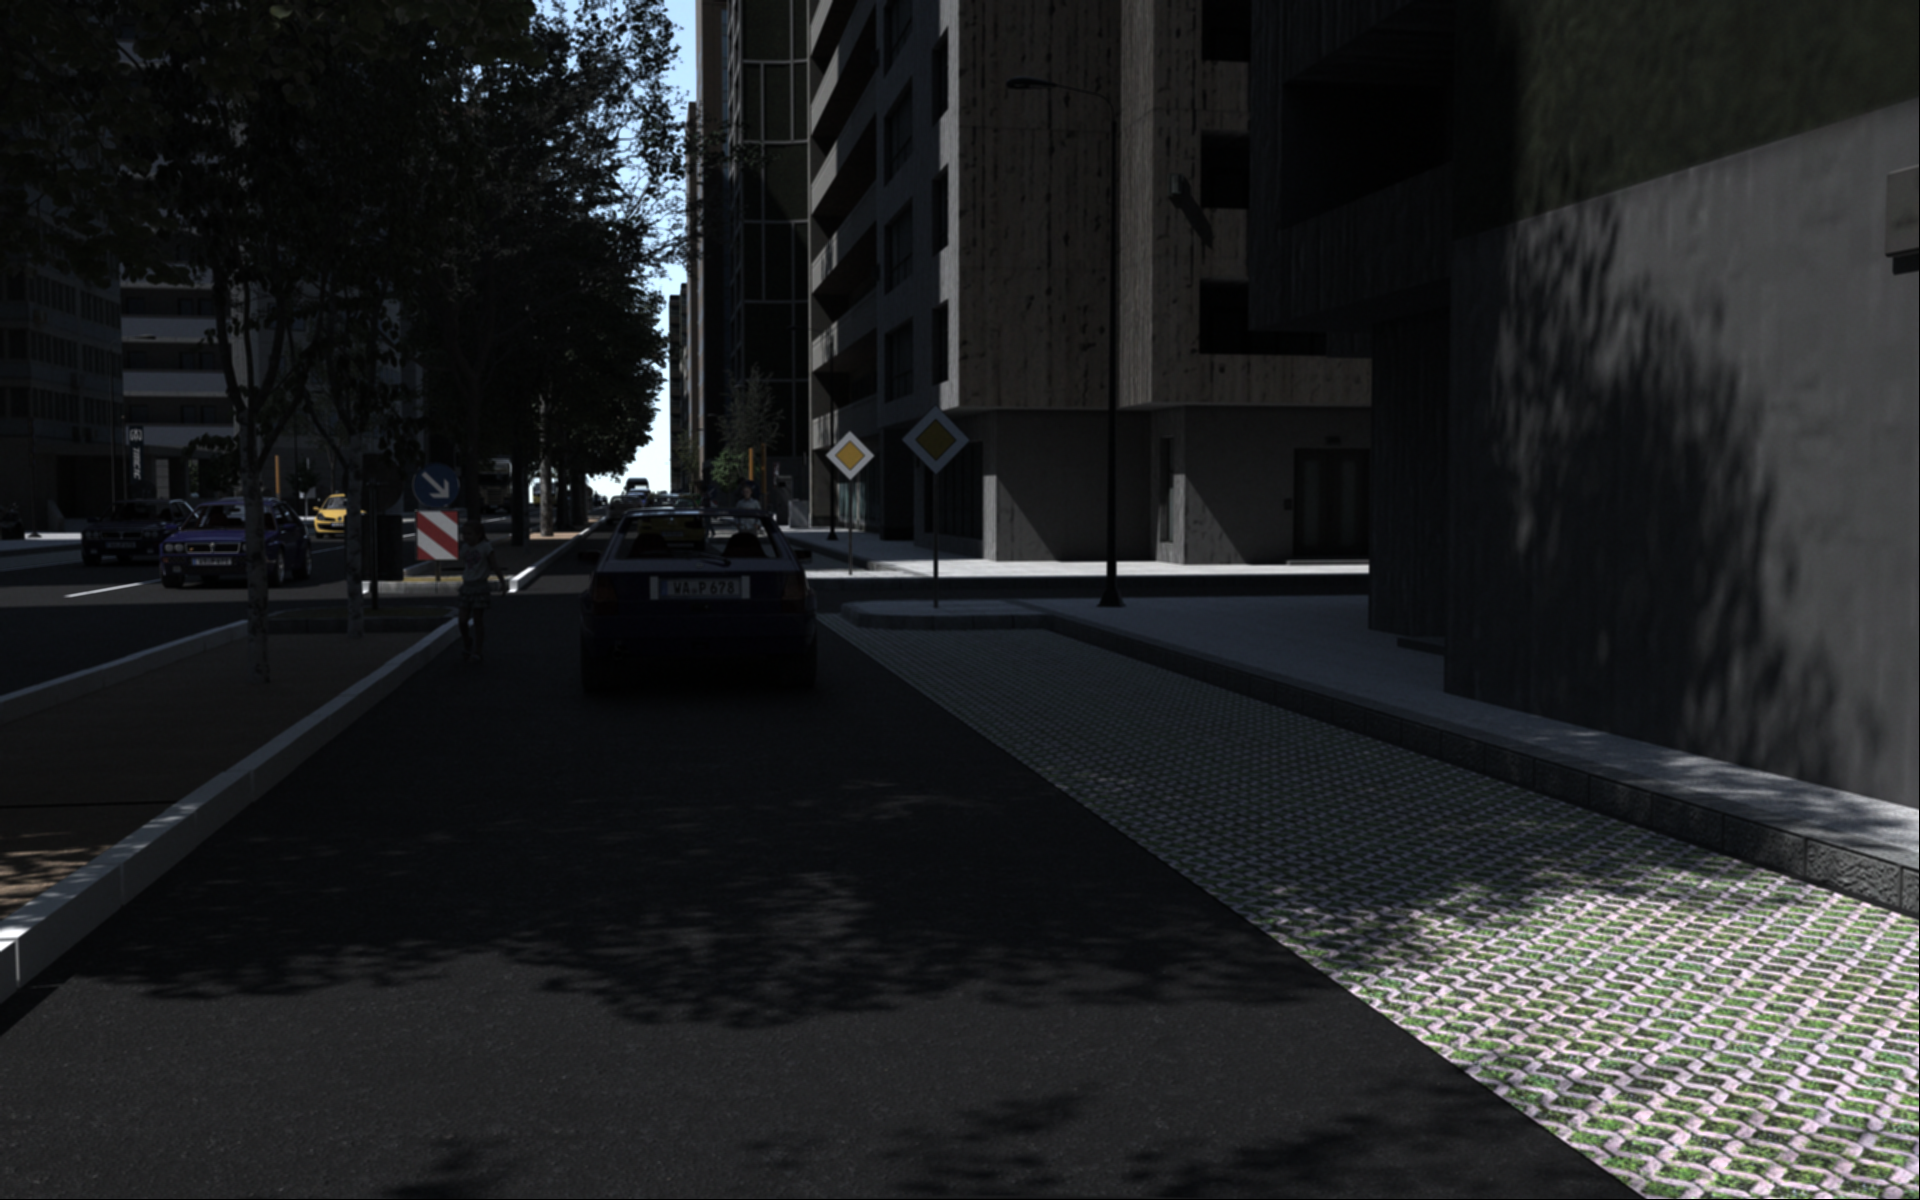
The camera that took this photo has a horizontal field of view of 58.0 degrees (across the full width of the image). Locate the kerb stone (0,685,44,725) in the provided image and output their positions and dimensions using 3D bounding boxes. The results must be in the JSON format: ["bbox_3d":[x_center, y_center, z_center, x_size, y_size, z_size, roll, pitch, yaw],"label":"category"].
[{"bbox_3d":[-6.063,0.674,11.179,0.120,0.150,1.000,-1,4,-10],"label":"kerb stone"}]

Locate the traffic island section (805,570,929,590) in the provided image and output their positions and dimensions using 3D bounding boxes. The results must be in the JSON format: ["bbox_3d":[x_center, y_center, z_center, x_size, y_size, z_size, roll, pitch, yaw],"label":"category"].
[{"bbox_3d":[-1.713,-0.313,27.404,2.009,0.180,2.903,-1,4,-10],"label":"traffic island section"}]

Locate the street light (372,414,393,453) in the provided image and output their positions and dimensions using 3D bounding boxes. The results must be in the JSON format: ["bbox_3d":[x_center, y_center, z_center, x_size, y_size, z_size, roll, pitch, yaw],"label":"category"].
[{"bbox_3d":[-33.302,-7.790,99.907,1.470,5.913,1.316,-1,4,-10],"label":"street light"}]

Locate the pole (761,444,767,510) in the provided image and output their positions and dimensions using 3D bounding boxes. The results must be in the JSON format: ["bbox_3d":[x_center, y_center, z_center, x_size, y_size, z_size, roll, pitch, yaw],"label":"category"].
[{"bbox_3d":[-7.933,-4.659,70.018,0.158,3.312,0.155,0,3,0],"label":"pole"}]

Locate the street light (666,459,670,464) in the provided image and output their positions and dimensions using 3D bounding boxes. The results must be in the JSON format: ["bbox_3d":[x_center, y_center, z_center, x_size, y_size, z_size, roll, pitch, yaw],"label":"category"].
[{"bbox_3d":[-38.278,-15.870,232.016,1.470,5.913,1.316,-1,4,-10],"label":"street light"}]

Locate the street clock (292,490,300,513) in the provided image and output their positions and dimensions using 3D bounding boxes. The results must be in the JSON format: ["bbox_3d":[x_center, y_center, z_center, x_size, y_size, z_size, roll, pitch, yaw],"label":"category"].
[{"bbox_3d":[-31.633,-4.769,82.536,0.471,2.002,0.358,-2,4,-34],"label":"street clock"}]

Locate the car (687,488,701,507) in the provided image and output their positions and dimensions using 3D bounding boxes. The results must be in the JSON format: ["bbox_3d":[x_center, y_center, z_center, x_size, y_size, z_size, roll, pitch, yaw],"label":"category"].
[{"bbox_3d":[-17.550,-6.334,112.357,1.959,1.807,4.718,-1,4,-12],"label":"car"}]

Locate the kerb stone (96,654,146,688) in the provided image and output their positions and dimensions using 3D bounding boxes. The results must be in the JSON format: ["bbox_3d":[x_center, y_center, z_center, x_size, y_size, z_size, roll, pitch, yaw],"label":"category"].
[{"bbox_3d":[-6.427,0.552,13.191,0.120,0.150,1.000,-1,4,-10],"label":"kerb stone"}]

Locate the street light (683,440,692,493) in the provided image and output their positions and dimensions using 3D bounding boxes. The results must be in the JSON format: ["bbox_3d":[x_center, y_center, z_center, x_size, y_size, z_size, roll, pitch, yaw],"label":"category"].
[{"bbox_3d":[-22.967,-10.836,149.708,1.470,5.913,1.316,-1,4,-10],"label":"street light"}]

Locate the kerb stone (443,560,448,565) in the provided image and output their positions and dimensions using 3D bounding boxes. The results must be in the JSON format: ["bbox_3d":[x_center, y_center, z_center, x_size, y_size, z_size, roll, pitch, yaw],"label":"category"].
[{"bbox_3d":[-10.469,-0.776,34.875,0.120,0.150,1.000,-1,4,-10],"label":"kerb stone"}]

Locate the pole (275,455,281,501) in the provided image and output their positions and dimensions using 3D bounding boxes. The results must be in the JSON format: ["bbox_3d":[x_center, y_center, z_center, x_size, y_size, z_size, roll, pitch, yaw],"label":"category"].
[{"bbox_3d":[-35.942,-5.960,91.290,0.158,3.312,0.155,0,3,0],"label":"pole"}]

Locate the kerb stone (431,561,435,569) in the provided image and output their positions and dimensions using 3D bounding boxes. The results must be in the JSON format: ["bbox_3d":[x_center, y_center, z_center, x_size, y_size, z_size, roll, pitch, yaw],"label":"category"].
[{"bbox_3d":[-10.091,-0.652,32.864,0.120,0.150,1.000,-1,4,-10],"label":"kerb stone"}]

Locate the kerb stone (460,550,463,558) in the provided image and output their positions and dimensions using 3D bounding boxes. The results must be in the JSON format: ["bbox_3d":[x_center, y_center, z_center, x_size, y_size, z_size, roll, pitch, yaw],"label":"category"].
[{"bbox_3d":[-11.033,-0.960,37.896,0.120,0.150,1.000,-1,4,-10],"label":"kerb stone"}]

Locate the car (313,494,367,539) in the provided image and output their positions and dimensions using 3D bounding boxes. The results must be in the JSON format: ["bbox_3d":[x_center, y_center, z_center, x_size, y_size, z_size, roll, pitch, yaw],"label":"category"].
[{"bbox_3d":[-20.194,-2.871,57.162,2.015,1.641,3.980,-1,4,-12],"label":"car"}]

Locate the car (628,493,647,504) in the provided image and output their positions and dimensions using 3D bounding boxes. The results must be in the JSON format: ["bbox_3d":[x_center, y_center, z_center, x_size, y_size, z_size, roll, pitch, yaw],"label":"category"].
[{"bbox_3d":[-21.848,-6.563,116.889,1.945,1.707,3.694,-1,4,-11],"label":"car"}]

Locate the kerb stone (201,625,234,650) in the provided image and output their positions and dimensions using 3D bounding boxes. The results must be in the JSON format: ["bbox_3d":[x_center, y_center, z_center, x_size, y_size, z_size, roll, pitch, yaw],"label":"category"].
[{"bbox_3d":[-6.999,0.366,16.204,0.120,0.150,1.000,-1,4,-10],"label":"kerb stone"}]

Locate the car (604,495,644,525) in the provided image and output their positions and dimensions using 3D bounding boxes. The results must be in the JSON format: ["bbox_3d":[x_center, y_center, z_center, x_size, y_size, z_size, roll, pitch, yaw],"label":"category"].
[{"bbox_3d":[-15.931,-4.301,82.689,2.083,1.381,4.827,-1,4,-10],"label":"car"}]

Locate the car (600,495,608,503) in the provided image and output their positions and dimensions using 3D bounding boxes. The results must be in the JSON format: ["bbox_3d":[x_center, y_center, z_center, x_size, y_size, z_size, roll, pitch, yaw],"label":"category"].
[{"bbox_3d":[-50.794,-14.232,245.277,1.945,1.354,3.894,-1,4,-12],"label":"car"}]

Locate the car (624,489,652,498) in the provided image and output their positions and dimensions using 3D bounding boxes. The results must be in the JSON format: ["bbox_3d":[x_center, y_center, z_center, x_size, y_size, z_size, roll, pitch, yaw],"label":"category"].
[{"bbox_3d":[-23.143,-7.134,125.309,2.281,1.827,5.304,-1,4,-11],"label":"car"}]

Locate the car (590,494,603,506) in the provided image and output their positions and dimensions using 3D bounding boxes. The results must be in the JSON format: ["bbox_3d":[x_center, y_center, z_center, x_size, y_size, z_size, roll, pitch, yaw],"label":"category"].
[{"bbox_3d":[-44.257,-12.228,209.716,2.009,1.686,4.222,-1,4,-10],"label":"car"}]

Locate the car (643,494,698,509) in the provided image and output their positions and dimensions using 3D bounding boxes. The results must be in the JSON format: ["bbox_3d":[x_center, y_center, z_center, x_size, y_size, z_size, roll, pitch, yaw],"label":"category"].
[{"bbox_3d":[-7.559,-2.140,45.218,2.015,1.641,3.980,-1,4,-11],"label":"car"}]

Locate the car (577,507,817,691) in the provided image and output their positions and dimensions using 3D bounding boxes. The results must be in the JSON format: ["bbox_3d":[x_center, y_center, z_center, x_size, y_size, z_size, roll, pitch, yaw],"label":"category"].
[{"bbox_3d":[-2.136,-0.090,14.059,1.945,1.354,3.894,-1,4,-9],"label":"car"}]

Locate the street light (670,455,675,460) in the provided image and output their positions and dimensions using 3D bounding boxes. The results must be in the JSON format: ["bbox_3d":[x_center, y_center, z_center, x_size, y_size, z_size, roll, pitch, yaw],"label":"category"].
[{"bbox_3d":[-33.227,-14.204,204.780,1.470,5.913,1.316,-1,4,-10],"label":"street light"}]

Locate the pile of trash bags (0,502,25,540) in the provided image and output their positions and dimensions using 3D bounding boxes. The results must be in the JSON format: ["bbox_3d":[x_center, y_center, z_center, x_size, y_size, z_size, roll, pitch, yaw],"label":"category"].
[{"bbox_3d":[-28.044,-2.351,48.189,3.447,1.369,1.912,-3,4,-39],"label":"pile of trash bags"}]

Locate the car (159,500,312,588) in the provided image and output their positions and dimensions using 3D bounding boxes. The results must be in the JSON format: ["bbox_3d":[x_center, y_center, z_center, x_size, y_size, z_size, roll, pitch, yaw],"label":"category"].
[{"bbox_3d":[-11.575,-0.931,27.799,1.945,1.354,3.894,-1,4,-11],"label":"car"}]

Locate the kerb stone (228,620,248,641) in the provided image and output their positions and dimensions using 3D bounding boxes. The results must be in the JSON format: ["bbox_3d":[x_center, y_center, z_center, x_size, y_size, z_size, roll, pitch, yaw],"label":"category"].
[{"bbox_3d":[-7.181,0.309,17.213,0.120,0.150,1.000,-1,4,-10],"label":"kerb stone"}]

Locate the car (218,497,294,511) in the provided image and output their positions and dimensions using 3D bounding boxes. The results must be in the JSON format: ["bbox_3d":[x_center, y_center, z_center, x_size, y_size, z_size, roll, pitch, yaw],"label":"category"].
[{"bbox_3d":[-18.093,-1.925,43.837,2.083,1.381,4.827,-1,4,-9],"label":"car"}]

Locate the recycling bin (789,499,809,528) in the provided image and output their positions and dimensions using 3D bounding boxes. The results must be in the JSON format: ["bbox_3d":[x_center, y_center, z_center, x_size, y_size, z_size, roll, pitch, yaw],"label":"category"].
[{"bbox_3d":[-6.130,-3.262,65.894,0.722,1.027,0.722,-1,4,-11],"label":"recycling bin"}]

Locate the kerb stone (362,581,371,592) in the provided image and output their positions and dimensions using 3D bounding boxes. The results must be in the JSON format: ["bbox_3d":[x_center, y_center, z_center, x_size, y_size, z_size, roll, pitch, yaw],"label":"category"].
[{"bbox_3d":[-8.788,-0.216,25.795,0.120,0.150,1.000,-1,4,-10],"label":"kerb stone"}]

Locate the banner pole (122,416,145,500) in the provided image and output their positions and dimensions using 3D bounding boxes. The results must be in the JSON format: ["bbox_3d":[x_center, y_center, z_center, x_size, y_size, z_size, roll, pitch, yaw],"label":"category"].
[{"bbox_3d":[-26.536,-4.007,55.531,0.863,3.779,0.401,0,4,2],"label":"banner pole"}]

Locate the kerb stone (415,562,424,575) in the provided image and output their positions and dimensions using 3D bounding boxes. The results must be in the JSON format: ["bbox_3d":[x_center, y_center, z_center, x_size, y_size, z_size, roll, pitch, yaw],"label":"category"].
[{"bbox_3d":[-9.712,-0.530,30.855,0.120,0.150,1.000,-1,4,-10],"label":"kerb stone"}]

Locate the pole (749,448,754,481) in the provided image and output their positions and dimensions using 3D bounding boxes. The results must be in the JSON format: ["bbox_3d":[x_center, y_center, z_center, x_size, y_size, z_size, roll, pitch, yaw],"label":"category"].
[{"bbox_3d":[-9.259,-5.084,76.964,0.158,3.312,0.155,0,3,0],"label":"pole"}]

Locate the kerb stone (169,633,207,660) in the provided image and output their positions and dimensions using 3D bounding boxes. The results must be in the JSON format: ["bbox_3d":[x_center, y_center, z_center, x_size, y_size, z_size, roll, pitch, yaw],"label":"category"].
[{"bbox_3d":[-6.820,0.429,15.197,0.120,0.150,1.000,-1,4,-10],"label":"kerb stone"}]

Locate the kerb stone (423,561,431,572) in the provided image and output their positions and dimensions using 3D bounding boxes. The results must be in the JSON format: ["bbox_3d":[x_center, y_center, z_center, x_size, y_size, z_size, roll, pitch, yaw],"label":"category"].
[{"bbox_3d":[-9.902,-0.591,31.859,0.120,0.150,1.000,-1,4,-10],"label":"kerb stone"}]

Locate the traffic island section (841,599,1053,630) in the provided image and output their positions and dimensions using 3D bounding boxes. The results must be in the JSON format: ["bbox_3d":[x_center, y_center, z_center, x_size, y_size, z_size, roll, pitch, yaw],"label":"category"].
[{"bbox_3d":[-0.254,0.167,19.553,2.009,0.180,2.903,-1,4,-10],"label":"traffic island section"}]

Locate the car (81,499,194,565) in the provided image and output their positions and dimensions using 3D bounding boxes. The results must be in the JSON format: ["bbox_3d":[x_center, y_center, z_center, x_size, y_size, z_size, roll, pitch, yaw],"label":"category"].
[{"bbox_3d":[-16.996,-1.439,36.116,1.945,1.354,3.894,-1,4,-12],"label":"car"}]

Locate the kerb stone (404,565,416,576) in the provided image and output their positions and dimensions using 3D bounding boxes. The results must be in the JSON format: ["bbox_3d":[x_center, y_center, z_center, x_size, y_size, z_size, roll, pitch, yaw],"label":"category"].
[{"bbox_3d":[-9.539,-0.463,29.848,0.120,0.150,1.000,-1,4,-10],"label":"kerb stone"}]

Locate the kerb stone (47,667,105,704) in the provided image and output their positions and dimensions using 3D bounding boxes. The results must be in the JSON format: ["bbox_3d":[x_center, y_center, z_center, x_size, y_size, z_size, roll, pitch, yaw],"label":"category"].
[{"bbox_3d":[-6.248,0.612,12.184,0.120,0.150,1.000,-1,4,-10],"label":"kerb stone"}]

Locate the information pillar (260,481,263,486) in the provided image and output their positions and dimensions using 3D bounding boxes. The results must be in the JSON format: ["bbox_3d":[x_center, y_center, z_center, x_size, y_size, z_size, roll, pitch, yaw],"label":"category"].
[{"bbox_3d":[-38.475,-5.540,95.078,0.304,2.012,0.304,1,4,9],"label":"information pillar"}]

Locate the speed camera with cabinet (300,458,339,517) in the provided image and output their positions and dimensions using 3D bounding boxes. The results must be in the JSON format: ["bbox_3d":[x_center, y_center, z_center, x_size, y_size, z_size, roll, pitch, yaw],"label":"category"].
[{"bbox_3d":[-35.657,-6.242,96.400,2.038,3.252,0.660,-3,5,-45],"label":"speed camera with cabinet"}]

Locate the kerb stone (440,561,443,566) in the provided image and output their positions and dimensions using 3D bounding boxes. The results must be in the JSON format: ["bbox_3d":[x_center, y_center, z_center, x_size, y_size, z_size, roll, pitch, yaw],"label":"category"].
[{"bbox_3d":[-10.281,-0.712,33.871,0.120,0.150,1.000,-1,4,-10],"label":"kerb stone"}]

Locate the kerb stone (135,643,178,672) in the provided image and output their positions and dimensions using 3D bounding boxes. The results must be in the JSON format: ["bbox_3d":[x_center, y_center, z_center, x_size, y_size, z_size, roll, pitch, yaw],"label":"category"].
[{"bbox_3d":[-6.627,0.489,14.194,0.120,0.150,1.000,-1,4,-10],"label":"kerb stone"}]

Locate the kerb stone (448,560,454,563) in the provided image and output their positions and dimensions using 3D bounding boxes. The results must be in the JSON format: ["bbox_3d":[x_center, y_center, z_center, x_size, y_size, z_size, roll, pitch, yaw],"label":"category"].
[{"bbox_3d":[-10.651,-0.837,35.885,0.120,0.150,1.000,-1,4,-10],"label":"kerb stone"}]

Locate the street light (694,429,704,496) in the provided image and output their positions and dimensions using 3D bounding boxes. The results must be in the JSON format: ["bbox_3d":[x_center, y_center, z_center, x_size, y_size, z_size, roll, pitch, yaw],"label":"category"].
[{"bbox_3d":[-18.057,-9.230,123.452,1.470,5.913,1.316,-1,4,-10],"label":"street light"}]

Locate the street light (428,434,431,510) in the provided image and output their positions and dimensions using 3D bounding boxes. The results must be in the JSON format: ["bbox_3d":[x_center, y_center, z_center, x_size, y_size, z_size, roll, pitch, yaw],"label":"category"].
[{"bbox_3d":[-38.362,-9.441,126.907,1.470,5.913,1.316,-1,4,-10],"label":"street light"}]

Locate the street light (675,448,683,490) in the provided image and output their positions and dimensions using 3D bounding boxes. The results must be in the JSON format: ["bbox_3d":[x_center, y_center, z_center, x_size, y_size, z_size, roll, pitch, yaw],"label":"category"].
[{"bbox_3d":[-27.954,-12.473,176.469,1.470,5.913,1.316,-1,4,-10],"label":"street light"}]
